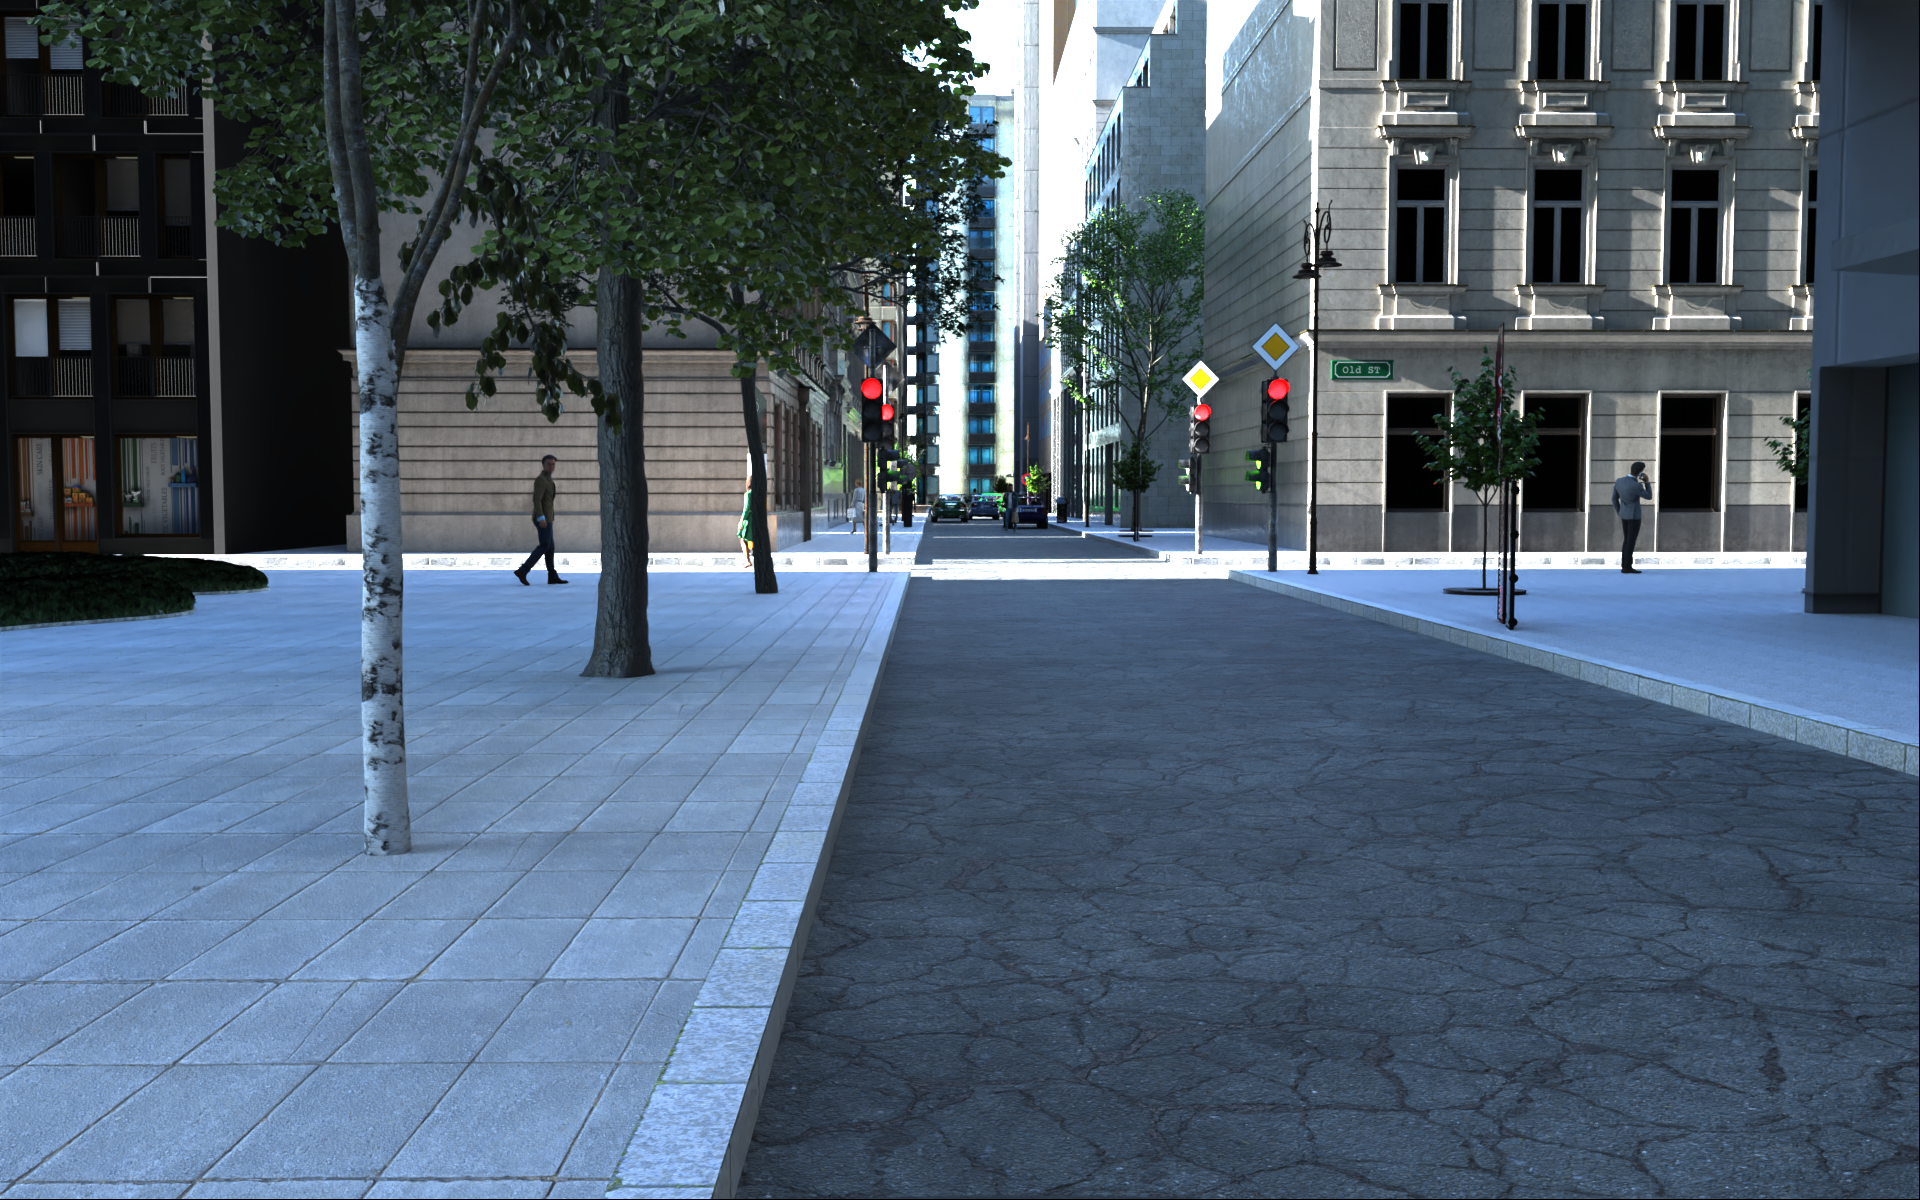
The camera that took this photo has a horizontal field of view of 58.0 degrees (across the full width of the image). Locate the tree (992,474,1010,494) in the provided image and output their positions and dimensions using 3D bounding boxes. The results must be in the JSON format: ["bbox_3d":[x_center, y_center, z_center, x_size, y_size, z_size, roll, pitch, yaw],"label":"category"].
[{"bbox_3d":[3.962,-10.415,164.894,1.663,3.219,1.824,0,3,0],"label":"tree"}]

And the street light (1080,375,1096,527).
[{"bbox_3d":[4.949,-5.767,67.082,0.468,5.910,1.993,0,4,-1],"label":"street light"}]

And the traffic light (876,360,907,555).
[{"bbox_3d":[-1.531,-2.903,36.387,0.839,4.253,0.868,0,4,-1],"label":"traffic light"}]

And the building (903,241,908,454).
[{"bbox_3d":[-12.343,-24.931,179.325,14.107,30.474,14.160,0,4,-1],"label":"building"}]

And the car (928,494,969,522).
[{"bbox_3d":[-0.549,-4.739,89.287,2.131,1.459,4.920,0,4,-2],"label":"car"}]

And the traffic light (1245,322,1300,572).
[{"bbox_3d":[5.148,-2.422,28.516,0.839,4.253,0.868,0,4,-1],"label":"traffic light"}]

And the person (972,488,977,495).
[{"bbox_3d":[1.068,-6.885,121.064,0.705,1.824,1.348,-2,4,-26],"label":"person"}]

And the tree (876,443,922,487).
[{"bbox_3d":[-4.147,-7.732,110.136,4.285,4.588,4.351,0,3,0],"label":"tree"}]

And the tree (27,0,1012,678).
[{"bbox_3d":[-2.584,-5.761,12.326,7.486,12.596,7.792,0,3,0],"label":"tree"}]

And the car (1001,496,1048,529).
[{"bbox_3d":[2.740,-3.705,73.157,1.945,1.354,3.894,0,4,-2],"label":"car"}]

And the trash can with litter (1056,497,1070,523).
[{"bbox_3d":[4.550,-3.992,76.655,0.624,1.170,1.055,0,4,6],"label":"trash can with litter"}]

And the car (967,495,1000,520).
[{"bbox_3d":[1.267,-5.199,97.010,2.014,1.417,4.499,0,4,-2],"label":"car"}]

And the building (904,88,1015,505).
[{"bbox_3d":[8.676,-35.947,207.339,30.456,49.044,23.786,0,4,-1],"label":"building"}]

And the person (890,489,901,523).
[{"bbox_3d":[-2.936,-4.314,76.778,0.606,1.804,0.583,-2,4,-28],"label":"person"}]

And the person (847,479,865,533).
[{"bbox_3d":[-3.298,-3.061,56.445,0.694,1.780,0.624,-2,4,-34],"label":"person"}]

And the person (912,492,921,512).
[{"bbox_3d":[-3.261,-7.021,121.358,1.217,1.766,0.721,0,4,-5],"label":"person"}]

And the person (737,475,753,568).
[{"bbox_3d":[-3.905,-1.464,32.687,0.529,1.795,0.600,1,4,23],"label":"person"}]

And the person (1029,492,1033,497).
[{"bbox_3d":[4.752,-6.680,118.487,0.599,1.433,0.991,-1,4,-21],"label":"person"}]

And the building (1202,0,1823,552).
[{"bbox_3d":[29.065,-16.448,45.344,44.131,29.872,17.030,0,4,-1],"label":"building"}]

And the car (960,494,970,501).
[{"bbox_3d":[0.015,-8.382,148.851,2.131,1.459,4.920,0,4,-3],"label":"car"}]

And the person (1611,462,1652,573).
[{"bbox_3d":[10.886,-1.336,28.074,0.473,1.802,0.592,-1,4,-10],"label":"person"}]

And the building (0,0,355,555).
[{"bbox_3d":[-23.516,-12.980,41.894,15.834,23.373,12.332,0,4,-1],"label":"building"}]

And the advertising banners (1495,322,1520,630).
[{"bbox_3d":[5.415,-1.284,17.185,0.090,3.025,2.074,1,4,13],"label":"advertising banners"}]

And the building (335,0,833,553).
[{"bbox_3d":[-8.873,-11.125,46.522,10.561,19.102,19.286,0,4,-1],"label":"building"}]

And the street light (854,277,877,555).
[{"bbox_3d":[-1.969,-3.904,36.624,0.468,5.910,1.993,0,4,-1],"label":"street light"}]

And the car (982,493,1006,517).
[{"bbox_3d":[1.988,-6.124,108.917,1.959,1.807,4.718,0,4,0],"label":"car"}]

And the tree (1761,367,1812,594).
[{"bbox_3d":[11.472,-1.693,22.289,1.663,3.219,1.824,0,3,0],"label":"tree"}]

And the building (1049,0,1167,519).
[{"bbox_3d":[11.535,-19.513,96.534,11.434,29.767,29.804,0,4,-1],"label":"building"}]

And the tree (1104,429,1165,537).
[{"bbox_3d":[5.241,-3.510,51.983,1.663,3.219,1.824,0,3,0],"label":"tree"}]

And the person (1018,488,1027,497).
[{"bbox_3d":[4.427,-6.993,121.102,1.217,1.736,0.721,-1,4,-19],"label":"person"}]

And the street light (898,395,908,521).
[{"bbox_3d":[-2.693,-6.639,81.337,0.468,5.910,1.993,0,4,-1],"label":"street light"}]

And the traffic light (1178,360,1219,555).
[{"bbox_3d":[5.030,-2.910,36.500,0.839,4.253,0.868,0,4,-1],"label":"traffic light"}]

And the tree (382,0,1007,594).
[{"bbox_3d":[-2.832,-5.371,22.236,7.601,10.594,8.767,1,4,16],"label":"tree"}]

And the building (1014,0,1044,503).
[{"bbox_3d":[14.924,-36.630,140.903,21.231,58.520,28.212,0,4,-1],"label":"building"}]

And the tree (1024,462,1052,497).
[{"bbox_3d":[4.666,-6.666,103.585,1.663,3.219,1.824,0,3,0],"label":"tree"}]

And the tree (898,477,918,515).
[{"bbox_3d":[-3.027,-6.746,104.905,1.663,3.219,1.824,0,3,0],"label":"tree"}]

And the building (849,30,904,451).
[{"bbox_3d":[-15.767,-32.234,150.723,21.300,48.544,21.600,0,4,-1],"label":"building"}]

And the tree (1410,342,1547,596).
[{"bbox_3d":[6.631,-1.692,22.261,1.663,3.219,1.824,0,3,0],"label":"tree"}]

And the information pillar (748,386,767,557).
[{"bbox_3d":[-4.157,-2.699,35.485,0.183,3.616,0.504,3,4,37],"label":"information pillar"}]

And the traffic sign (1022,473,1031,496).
[{"bbox_3d":[4.135,-6.429,105.218,0.768,2.556,0.104,0,4,2],"label":"traffic sign"}]

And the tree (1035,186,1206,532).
[{"bbox_3d":[6.143,-8.117,58.474,9.928,11.665,9.643,0,3,0],"label":"tree"}]

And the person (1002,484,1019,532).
[{"bbox_3d":[1.942,-3.447,64.850,0.794,1.824,0.713,2,4,33],"label":"person"}]

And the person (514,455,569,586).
[{"bbox_3d":[-5.898,-1.132,24.466,0.836,1.842,0.656,-3,4,-37],"label":"person"}]

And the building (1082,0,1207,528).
[{"bbox_3d":[11.135,-13.371,73.371,10.420,20.320,16.860,0,4,-1],"label":"building"}]

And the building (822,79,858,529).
[{"bbox_3d":[-11.110,-17.137,67.583,14.401,28.519,23.554,0,4,-1],"label":"building"}]

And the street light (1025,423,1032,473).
[{"bbox_3d":[4.364,-8.456,111.044,0.468,5.910,1.993,0,4,-1],"label":"street light"}]

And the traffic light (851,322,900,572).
[{"bbox_3d":[-1.412,-2.415,28.403,0.839,4.253,0.868,0,4,-1],"label":"traffic light"}]

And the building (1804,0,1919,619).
[{"bbox_3d":[20.402,-25.435,5.097,28.713,52.752,27.495,0,4,-1],"label":"building"}]

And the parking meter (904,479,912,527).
[{"bbox_3d":[-2.029,-3.768,67.325,0.255,1.863,0.399,-1,4,-18],"label":"parking meter"}]

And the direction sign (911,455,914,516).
[{"bbox_3d":[-2.783,-6.571,99.433,0.379,3.537,0.876,0,4,1],"label":"direction sign"}]

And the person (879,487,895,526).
[{"bbox_3d":[-2.899,-3.863,69.302,0.778,1.811,0.616,2,4,33],"label":"person"}]

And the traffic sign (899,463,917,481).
[{"bbox_3d":[-2.149,-4.333,70.949,0.768,2.556,0.104,0,4,0],"label":"traffic sign"}]

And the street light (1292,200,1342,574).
[{"bbox_3d":[5.657,-3.352,27.590,0.468,5.910,1.993,0,4,-1],"label":"street light"}]

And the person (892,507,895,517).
[{"bbox_3d":[-3.635,-5.329,97.453,0.394,1.301,0.425,3,5,44],"label":"person"}]

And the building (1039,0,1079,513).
[{"bbox_3d":[12.788,-28.698,119.329,14.600,45.320,14.200,0,4,-1],"label":"building"}]

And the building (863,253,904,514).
[{"bbox_3d":[-18.189,-17.203,126.307,27.650,21.520,28.899,0,4,-1],"label":"building"}]

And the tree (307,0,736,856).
[{"bbox_3d":[-1.818,-3.402,5.987,4.360,8.622,3.978,0,3,0],"label":"tree"}]

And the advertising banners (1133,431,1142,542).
[{"bbox_3d":[4.882,-3.138,47.487,0.090,3.025,2.074,1,4,11],"label":"advertising banners"}]

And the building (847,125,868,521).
[{"bbox_3d":[-10.441,-15.531,90.088,11.583,22.565,21.152,0,4,-1],"label":"building"}]
